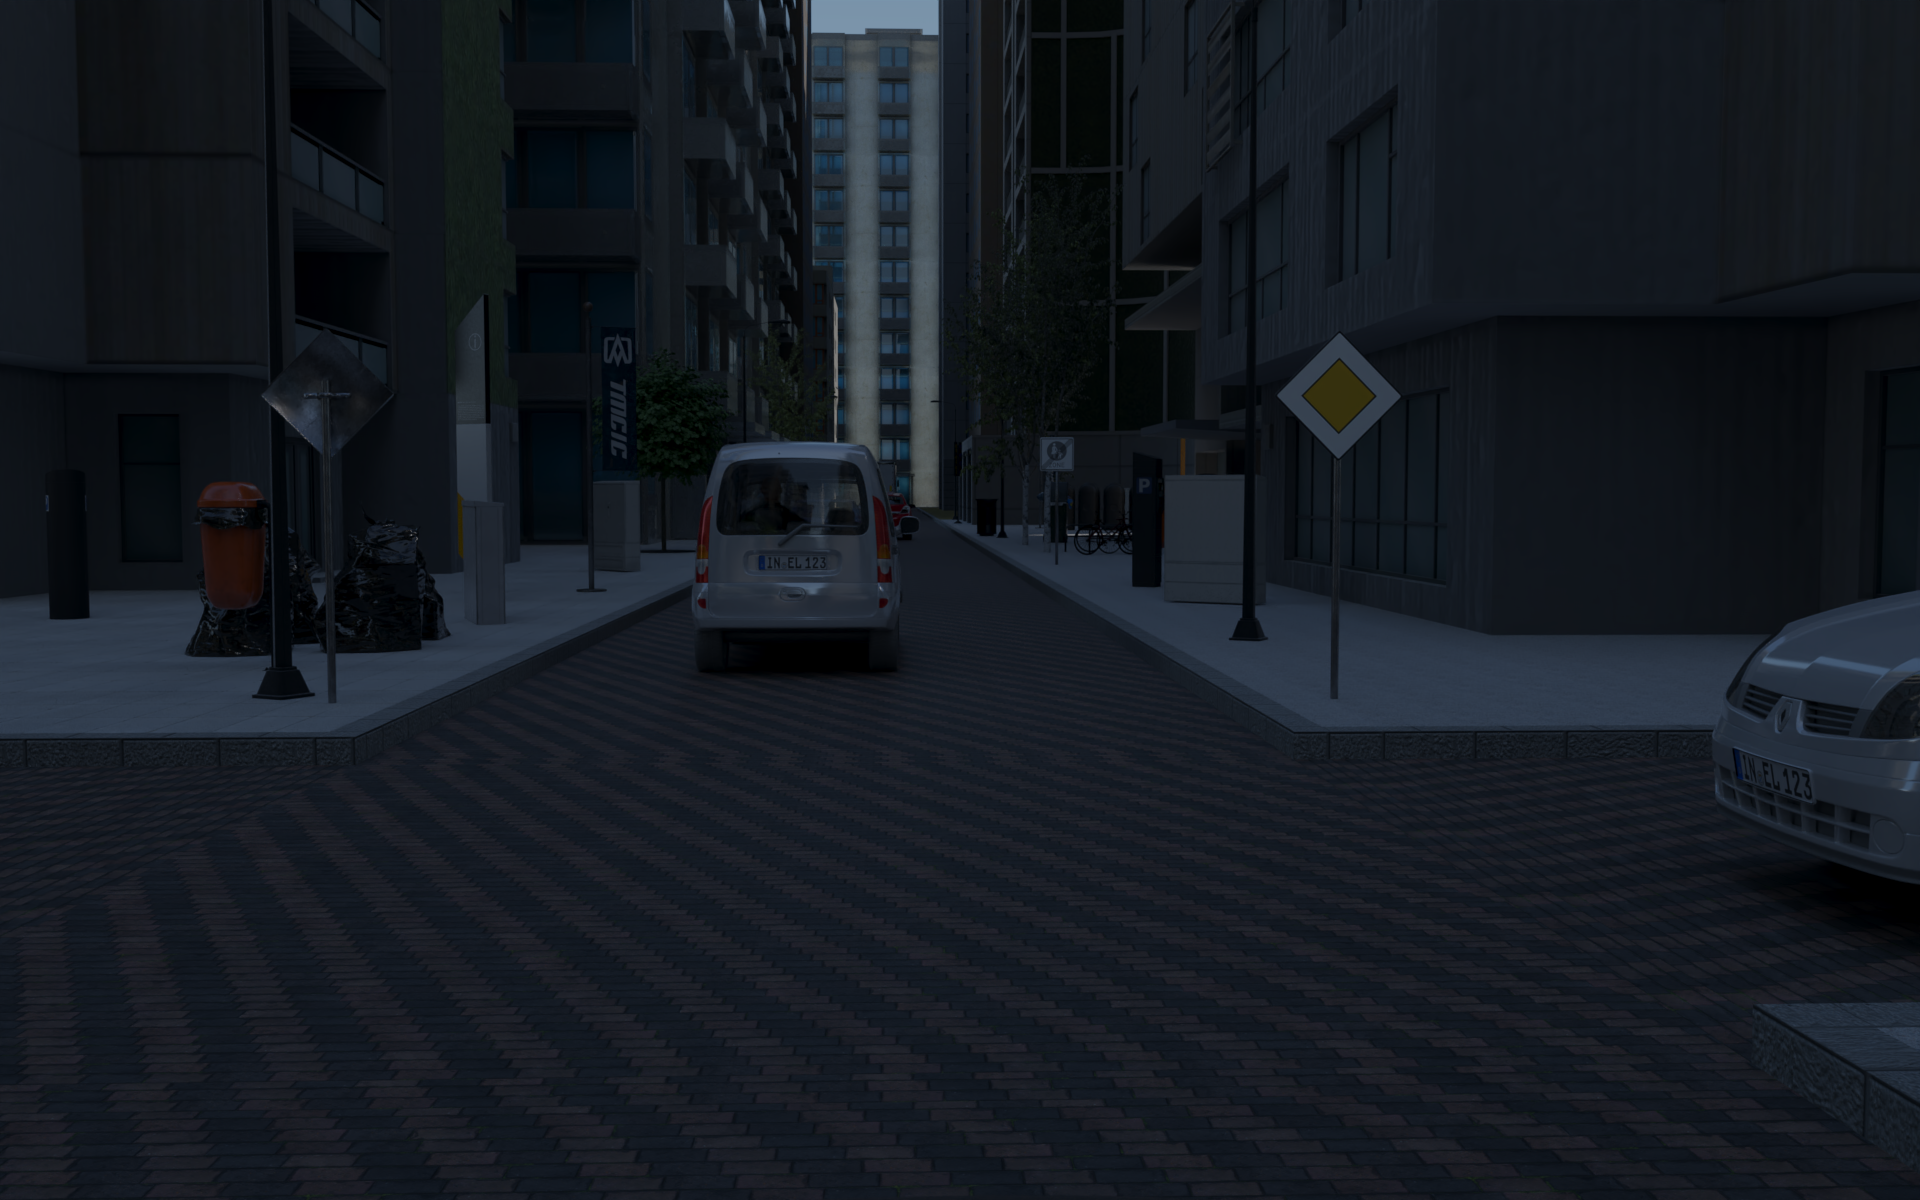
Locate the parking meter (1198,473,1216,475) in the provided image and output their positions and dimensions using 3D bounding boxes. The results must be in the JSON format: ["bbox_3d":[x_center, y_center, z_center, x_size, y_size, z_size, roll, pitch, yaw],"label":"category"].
[{"bbox_3d":[3.039,-0.803,21.543,0.372,1.533,0.369,0,3,0],"label":"parking meter"}]

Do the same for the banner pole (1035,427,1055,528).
[{"bbox_3d":[3.231,-4.573,64.792,0.863,3.779,0.401,0,4,-7],"label":"banner pole"}]

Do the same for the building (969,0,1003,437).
[{"bbox_3d":[7.702,-27.302,96.502,14.600,45.320,14.200,0,4,-2],"label":"building"}]

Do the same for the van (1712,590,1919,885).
[{"bbox_3d":[4.812,0.064,5.970,4.112,2.044,2.013,0,4,-2],"label":"van"}]

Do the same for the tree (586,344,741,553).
[{"bbox_3d":[-6.457,-3.330,38.152,4.285,4.588,4.351,0,3,0],"label":"tree"}]

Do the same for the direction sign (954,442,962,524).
[{"bbox_3d":[-0.086,-5.094,75.282,0.379,3.537,0.876,1,4,22],"label":"direction sign"}]

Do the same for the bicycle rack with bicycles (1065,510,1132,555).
[{"bbox_3d":[3.579,-1.481,37.590,2.925,0.926,2.852,-1,4,-12],"label":"bicycle rack with bicycles"}]

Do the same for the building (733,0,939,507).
[{"bbox_3d":[-6.943,-34.346,181.171,30.456,49.044,23.786,0,4,-2],"label":"building"}]

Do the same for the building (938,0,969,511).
[{"bbox_3d":[8.663,-36.964,146.356,21.231,58.520,28.212,0,4,-2],"label":"building"}]

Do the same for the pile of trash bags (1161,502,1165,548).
[{"bbox_3d":[4.239,-1.080,27.418,3.447,1.369,1.912,-2,4,-35],"label":"pile of trash bags"}]

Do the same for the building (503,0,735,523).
[{"bbox_3d":[-21.015,-29.357,99.592,23.786,49.044,30.456,0,4,-2],"label":"building"}]

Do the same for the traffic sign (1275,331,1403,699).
[{"bbox_3d":[2.341,-0.437,10.785,0.795,2.450,0.064,0,4,-2],"label":"traffic sign"}]

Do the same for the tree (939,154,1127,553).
[{"bbox_3d":[1.834,-5.363,38.047,4.360,8.622,3.978,0,3,0],"label":"tree"}]

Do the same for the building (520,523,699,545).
[{"bbox_3d":[-17.881,-26.598,54.490,23.786,49.044,30.456,0,4,-2],"label":"building"}]

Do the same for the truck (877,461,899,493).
[{"bbox_3d":[-6.965,-10.131,154.549,2.839,4.237,11.283,0,4,-1],"label":"truck"}]

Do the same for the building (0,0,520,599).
[{"bbox_3d":[-15.115,-20.856,24.599,14.154,41.232,14.086,0,4,-2],"label":"building"}]

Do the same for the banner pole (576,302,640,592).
[{"bbox_3d":[-4.642,-2.005,22.796,0.863,3.779,0.401,-2,4,-23],"label":"banner pole"}]

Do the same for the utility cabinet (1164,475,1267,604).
[{"bbox_3d":[2.990,-0.709,20.271,1.173,1.500,0.318,2,4,34],"label":"utility cabinet"}]

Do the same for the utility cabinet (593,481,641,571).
[{"bbox_3d":[-5.772,-1.233,28.845,0.318,1.500,1.173,-3,5,-41],"label":"utility cabinet"}]

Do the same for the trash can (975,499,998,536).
[{"bbox_3d":[0.816,-2.520,52.859,0.748,1.137,0.748,0,3,0],"label":"trash can"}]

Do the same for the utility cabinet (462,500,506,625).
[{"bbox_3d":[-4.790,-0.384,17.443,0.306,1.237,1.020,-1,4,-23],"label":"utility cabinet"}]

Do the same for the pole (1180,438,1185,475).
[{"bbox_3d":[7.760,-4.070,60.385,0.158,3.312,0.155,0,3,0],"label":"pole"}]

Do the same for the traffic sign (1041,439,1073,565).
[{"bbox_3d":[1.750,-1.786,31.326,0.606,2.300,0.079,0,4,7],"label":"traffic sign"}]

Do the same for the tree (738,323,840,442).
[{"bbox_3d":[-7.520,-7.658,75.572,4.737,8.622,4.395,0,3,0],"label":"tree"}]

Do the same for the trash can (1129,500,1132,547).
[{"bbox_3d":[4.295,-1.749,40.248,0.748,1.137,0.748,0,3,0],"label":"trash can"}]

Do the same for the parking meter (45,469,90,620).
[{"bbox_3d":[-9.180,-0.575,17.813,0.372,1.533,0.369,0,3,0],"label":"parking meter"}]

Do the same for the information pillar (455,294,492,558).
[{"bbox_3d":[-5.739,-1.782,20.485,0.504,3.616,0.183,2,4,28],"label":"information pillar"}]

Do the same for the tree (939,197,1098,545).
[{"bbox_3d":[1.597,-5.700,43.560,4.737,8.622,4.395,0,3,0],"label":"tree"}]

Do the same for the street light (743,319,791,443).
[{"bbox_3d":[-5.196,-4.503,46.167,1.470,5.913,1.316,0,4,-2],"label":"street light"}]

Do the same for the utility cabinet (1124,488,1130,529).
[{"bbox_3d":[6.100,-3.349,63.441,0.318,1.500,1.173,-2,4,-23],"label":"utility cabinet"}]

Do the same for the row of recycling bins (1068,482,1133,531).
[{"bbox_3d":[5.051,-3.318,61.357,3.534,1.692,1.069,0,4,7],"label":"row of recycling bins"}]

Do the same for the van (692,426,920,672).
[{"bbox_3d":[-1.356,-0.510,15.349,2.013,2.044,4.112,0,4,-2],"label":"van"}]

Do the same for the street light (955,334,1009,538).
[{"bbox_3d":[0.698,-4.765,50.445,1.470,5.913,1.316,0,4,-2],"label":"street light"}]

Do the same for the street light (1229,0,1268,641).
[{"bbox_3d":[1.998,-2.600,15.052,1.470,5.913,1.316,0,4,-2],"label":"street light"}]

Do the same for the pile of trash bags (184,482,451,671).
[{"bbox_3d":[-5.341,-0.260,14.005,1.912,1.369,3.447,0,4,-4],"label":"pile of trash bags"}]

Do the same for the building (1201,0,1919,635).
[{"bbox_3d":[10.675,-20.444,17.855,14.086,41.232,14.154,0,4,-2],"label":"building"}]

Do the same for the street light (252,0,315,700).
[{"bbox_3d":[-3.734,-2.339,10.781,1.470,5.913,1.316,0,4,-2],"label":"street light"}]

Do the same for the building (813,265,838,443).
[{"bbox_3d":[-25.279,-18.481,147.204,28.899,21.520,27.650,0,4,-2],"label":"building"}]

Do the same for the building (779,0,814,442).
[{"bbox_3d":[-17.694,-28.896,122.562,14.600,45.320,14.200,0,4,-2],"label":"building"}]

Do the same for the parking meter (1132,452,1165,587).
[{"bbox_3d":[2.597,-1.112,23.898,0.399,1.863,0.255,2,4,27],"label":"parking meter"}]

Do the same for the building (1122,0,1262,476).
[{"bbox_3d":[19.224,-27.784,43.502,28.713,52.752,27.495,0,4,-2],"label":"building"}]

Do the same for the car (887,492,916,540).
[{"bbox_3d":[-2.473,-2.845,55.563,2.155,1.783,4.494,0,4,-4],"label":"car"}]

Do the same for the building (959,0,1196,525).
[{"bbox_3d":[10.518,-38.922,74.622,20.563,71.187,20.611,0,4,-2],"label":"building"}]

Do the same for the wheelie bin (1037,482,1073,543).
[{"bbox_3d":[2.514,-2.317,45.798,0.980,1.594,0.693,1,4,9],"label":"wheelie bin"}]

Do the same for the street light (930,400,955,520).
[{"bbox_3d":[-0.766,-6.929,85.831,1.470,5.913,1.316,0,4,-2],"label":"street light"}]

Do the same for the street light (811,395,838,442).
[{"bbox_3d":[-6.447,-6.668,81.561,1.470,5.913,1.316,0,4,-2],"label":"street light"}]

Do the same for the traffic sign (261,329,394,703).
[{"bbox_3d":[-3.849,-0.424,10.567,0.795,2.450,0.064,0,4,-2],"label":"traffic sign"}]
